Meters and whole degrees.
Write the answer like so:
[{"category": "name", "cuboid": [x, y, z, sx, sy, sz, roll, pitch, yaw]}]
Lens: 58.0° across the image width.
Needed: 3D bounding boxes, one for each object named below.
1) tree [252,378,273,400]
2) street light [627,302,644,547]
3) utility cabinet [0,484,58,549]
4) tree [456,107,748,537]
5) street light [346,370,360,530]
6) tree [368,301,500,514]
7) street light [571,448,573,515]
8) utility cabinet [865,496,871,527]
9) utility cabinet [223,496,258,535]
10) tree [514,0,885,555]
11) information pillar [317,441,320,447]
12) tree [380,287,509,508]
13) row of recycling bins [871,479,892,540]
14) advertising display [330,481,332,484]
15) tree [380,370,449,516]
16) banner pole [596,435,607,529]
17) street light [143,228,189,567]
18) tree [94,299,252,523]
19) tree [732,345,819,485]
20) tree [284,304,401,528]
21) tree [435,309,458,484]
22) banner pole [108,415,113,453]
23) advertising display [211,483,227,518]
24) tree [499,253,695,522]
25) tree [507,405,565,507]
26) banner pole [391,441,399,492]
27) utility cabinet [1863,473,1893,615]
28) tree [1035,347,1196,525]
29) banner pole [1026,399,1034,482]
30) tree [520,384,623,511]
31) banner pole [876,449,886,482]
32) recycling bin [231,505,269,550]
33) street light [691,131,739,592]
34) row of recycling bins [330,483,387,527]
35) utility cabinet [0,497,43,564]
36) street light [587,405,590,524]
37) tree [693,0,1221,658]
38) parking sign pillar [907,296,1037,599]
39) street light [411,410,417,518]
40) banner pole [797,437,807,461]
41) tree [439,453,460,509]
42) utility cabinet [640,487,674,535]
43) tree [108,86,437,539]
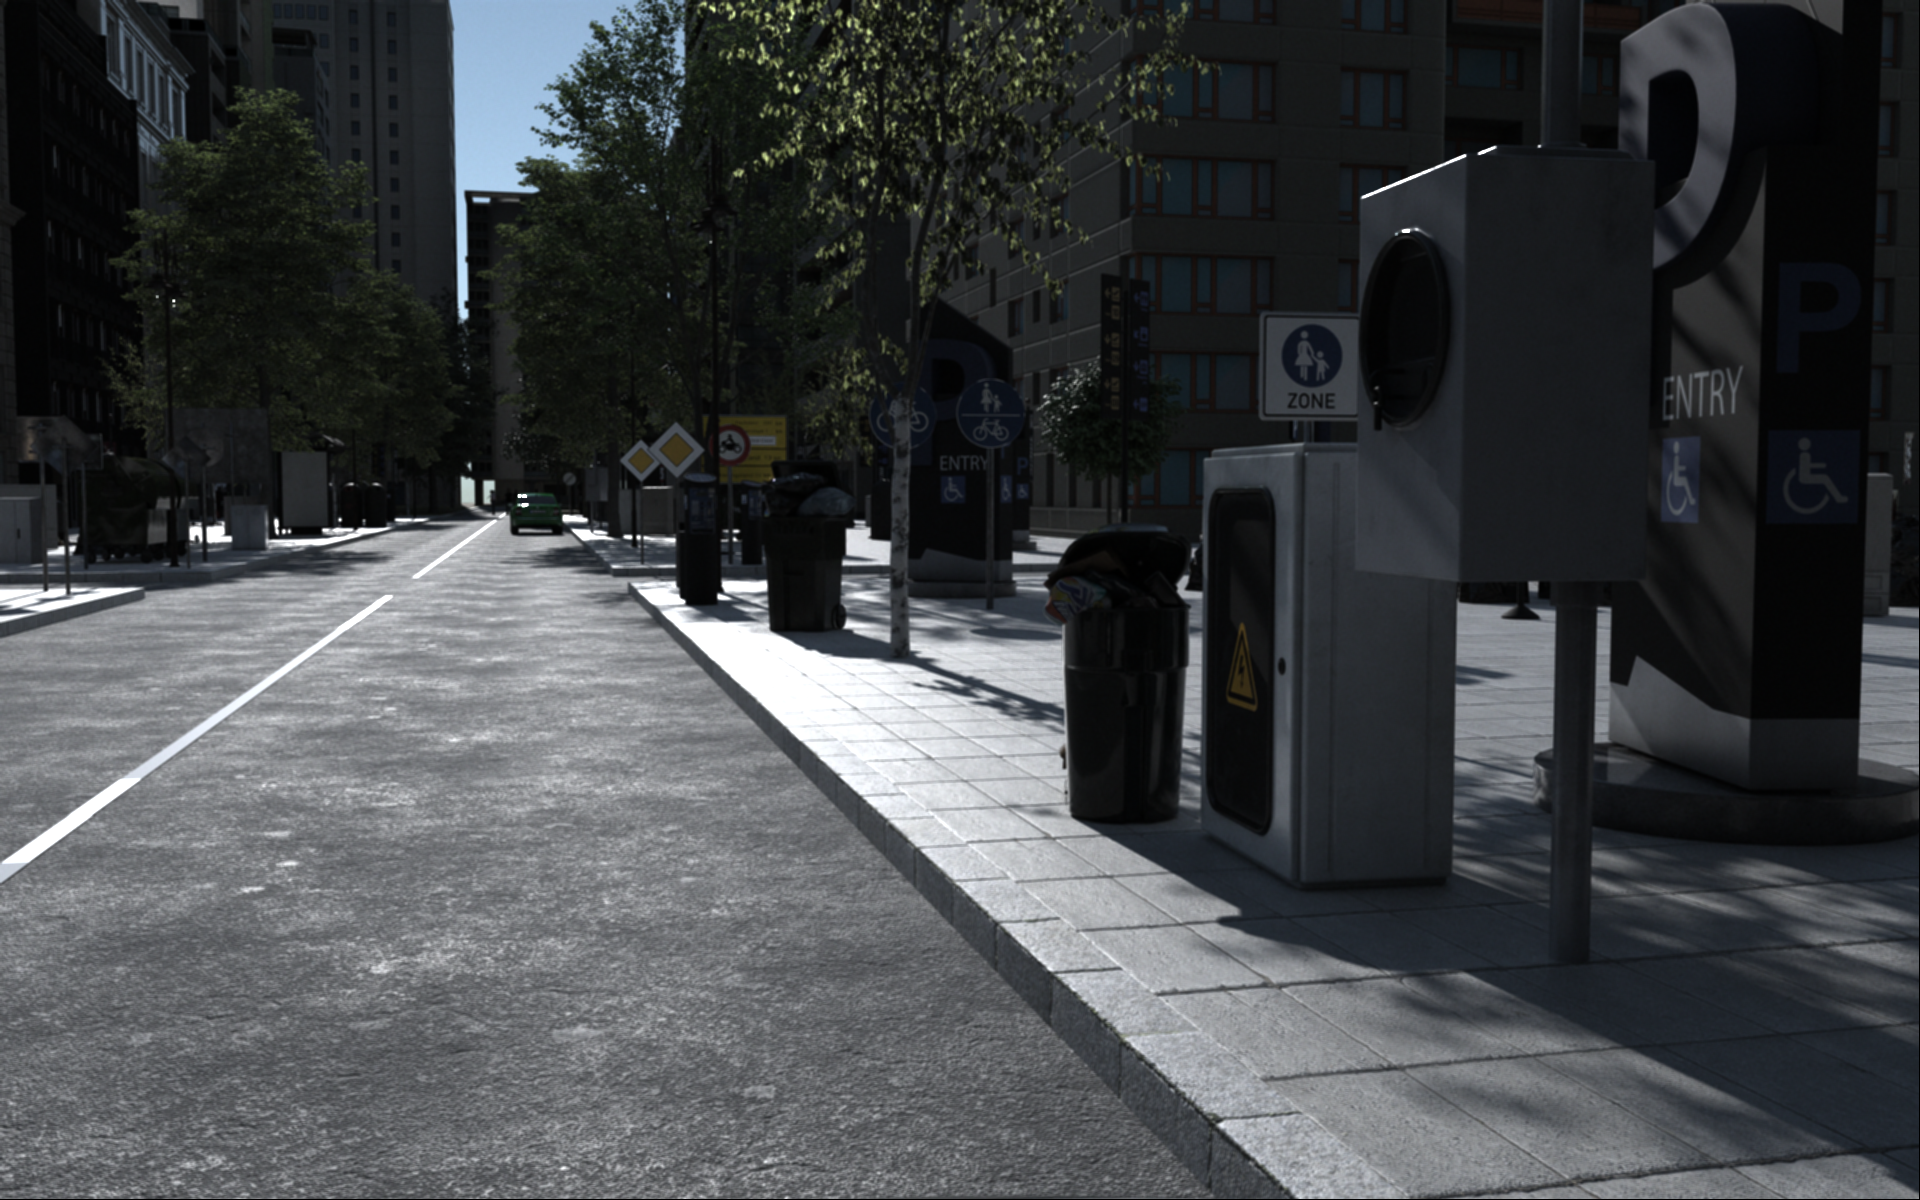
[{"category": "tree", "cuboid": [-32.963, -7.727, 76.698, 4.360, 8.622, 3.978, 0, 3, 0]}, {"category": "street light", "cuboid": [-7.883, -4.219, 41.768, 0.468, 5.910, 1.993, -1, 4, -14]}, {"category": "utility cabinet", "cuboid": [-21.300, -1.888, 39.551, 1.173, 1.500, 0.318, -3, 5, -41]}, {"category": "tree", "cuboid": [-10.173, -8.127, 50.996, 7.486, 12.596, 7.792, 0, 3, 0]}, {"category": "street light", "cuboid": [-21.567, -5.435, 61.642, 0.468, 5.910, 1.993, -1, 4, -14]}, {"category": "tree", "cuboid": [-34.708, -12.677, 113.928, 9.857, 13.997, 8.962, 0, 3, 0]}, {"category": "street light", "cuboid": [-23.391, -8.042, 104.279, 0.468, 5.910, 1.993, -1, 4, -14]}, {"category": "utility cabinet", "cuboid": [-3.165, -3.430, 67.244, 1.020, 1.237, 0.306, 2, 4, 23]}, {"category": "utility cabinet", "cuboid": [-22.838, -2.683, 55.032, 0.306, 1.237, 1.020, 3, 4, 39]}, {"category": "tree", "cuboid": [-5.347, -6.764, 36.352, 9.928, 11.665, 9.643, 0, 3, 0]}, {"category": "information pillar", "cuboid": [-28.364, -5.215, 76.627, 0.183, 3.616, 0.504, -2, 4, -25]}, {"category": "tree", "cuboid": [-48.219, -18.645, 160.733, 12.611, 20.169, 13.585, 0, 3, 0]}, {"category": "row of recycling bins", "cuboid": [-0.826, -2.581, 49.305, 3.534, 1.692, 1.069, -1, 4, -19]}, {"category": "advertising display", "cuboid": [-29.660, -4.685, 81.820, 0.123, 1.923, 0.974, -2, 4, -28]}, {"category": "tree", "cuboid": [-32.595, -9.321, 102.766, 4.360, 8.622, 3.978, 0, 3, 0]}, {"category": "banner pole", "cuboid": [-13.152, -4.455, 62.856, 0.401, 3.779, 0.863, 1, 4, 13]}, {"category": "street light", "cuboid": [-13.845, -3.521, 30.349, 0.468, 5.910, 1.993, -1, 4, -14]}, {"category": "tree", "cuboid": [-28.082, -6.805, 61.627, 4.360, 8.622, 3.978, 0, 3, 0]}, {"category": "tree", "cuboid": [-9.024, -8.225, 84.845, 4.737, 8.622, 4.395, 0, 3, 0]}, {"category": "tree", "cuboid": [-23.449, -7.014, 65.036, 4.737, 8.622, 4.395, 0, 3, 0]}, {"category": "tree", "cuboid": [-28.673, -10.339, 87.170, 7.486, 12.596, 7.792, 0, 3, 0]}, {"category": "banner pole", "cuboid": [-26.650, -3.941, 54.450, 0.401, 3.779, 0.863, -2, 4, -30]}, {"category": "advertising display", "cuboid": [-40.352, -5.454, 94.381, 0.123, 1.923, 0.974, 2, 4, 27]}, {"category": "tree", "cuboid": [-16.339, -9.962, 79.886, 9.611, 12.733, 9.660, 0, 3, 0]}, {"category": "tree", "cuboid": [-40.963, -16.250, 176.057, 12.009, 13.543, 11.850, 0, 3, 0]}, {"category": "banner pole", "cuboid": [-26.720, -5.620, 81.905, 0.401, 3.779, 0.863, 0, 4, 5]}, {"category": "utility cabinet", "cuboid": [9.147, -0.587, 18.283, 1.173, 1.500, 0.318, 1, 4, 15]}, {"category": "tree", "cuboid": [3.287, -3.254, 36.918, 4.285, 4.588, 4.351, 0, 3, 0]}, {"category": "banner pole", "cuboid": [1.824, -3.381, 45.291, 0.401, 3.779, 0.863, -1, 4, -10]}, {"category": "tree", "cuboid": [-28.916, -13.789, 132.110, 9.857, 13.997, 8.962, 0, 3, 0]}, {"category": "banner pole", "cuboid": [-4.020, -5.835, 85.421, 0.863, 3.779, 0.401, 1, 4, 12]}, {"category": "recycling bin", "cuboid": [-16.330, -1.669, 39.837, 0.722, 1.027, 0.722, -1, 4, -16]}, {"category": "street light", "cuboid": [-3.184, -3.044, 22.551, 0.468, 5.910, 1.993, -1, 4, -14]}, {"category": "row of recycling bins", "cuboid": [-24.080, -3.671, 67.126, 3.534, 1.692, 1.069, -1, 4, -13]}, {"category": "utility cabinet", "cuboid": [-17.497, -1.284, 32.149, 1.020, 1.237, 0.306, 1, 4, 22]}, {"category": "street light", "cuboid": [-15.659, -6.130, 73.014, 0.468, 5.910, 1.993, -1, 4, -14]}, {"category": "tree", "cuboid": [-0.310, -3.864, 13.531, 4.360, 8.622, 3.978, 0, 3, 0]}, {"category": "parking sign pillar", "cuboid": [-0.006, -2.040, 21.829, 1.447, 3.967, 1.447, 2, 4, 26]}, {"category": "street light", "cuboid": [-29.420, -7.371, 93.303, 0.468, 5.910, 1.993, -1, 4, -14]}, {"category": "banner pole", "cuboid": [-6.927, -5.271, 76.204, 0.401, 3.779, 0.863, -3, 5, -44]}, {"category": "tree", "cuboid": [-43.042, -11.856, 144.210, 4.737, 8.622, 4.395, 0, 3, 0]}, {"category": "utility cabinet", "cuboid": [-9.337, -2.731, 53.335, 1.173, 1.500, 0.318, 3, 4, 36]}, {"category": "tree", "cuboid": [-19.484, -7.968, 48.407, 7.486, 12.596, 7.792, 0, 3, 0]}]
